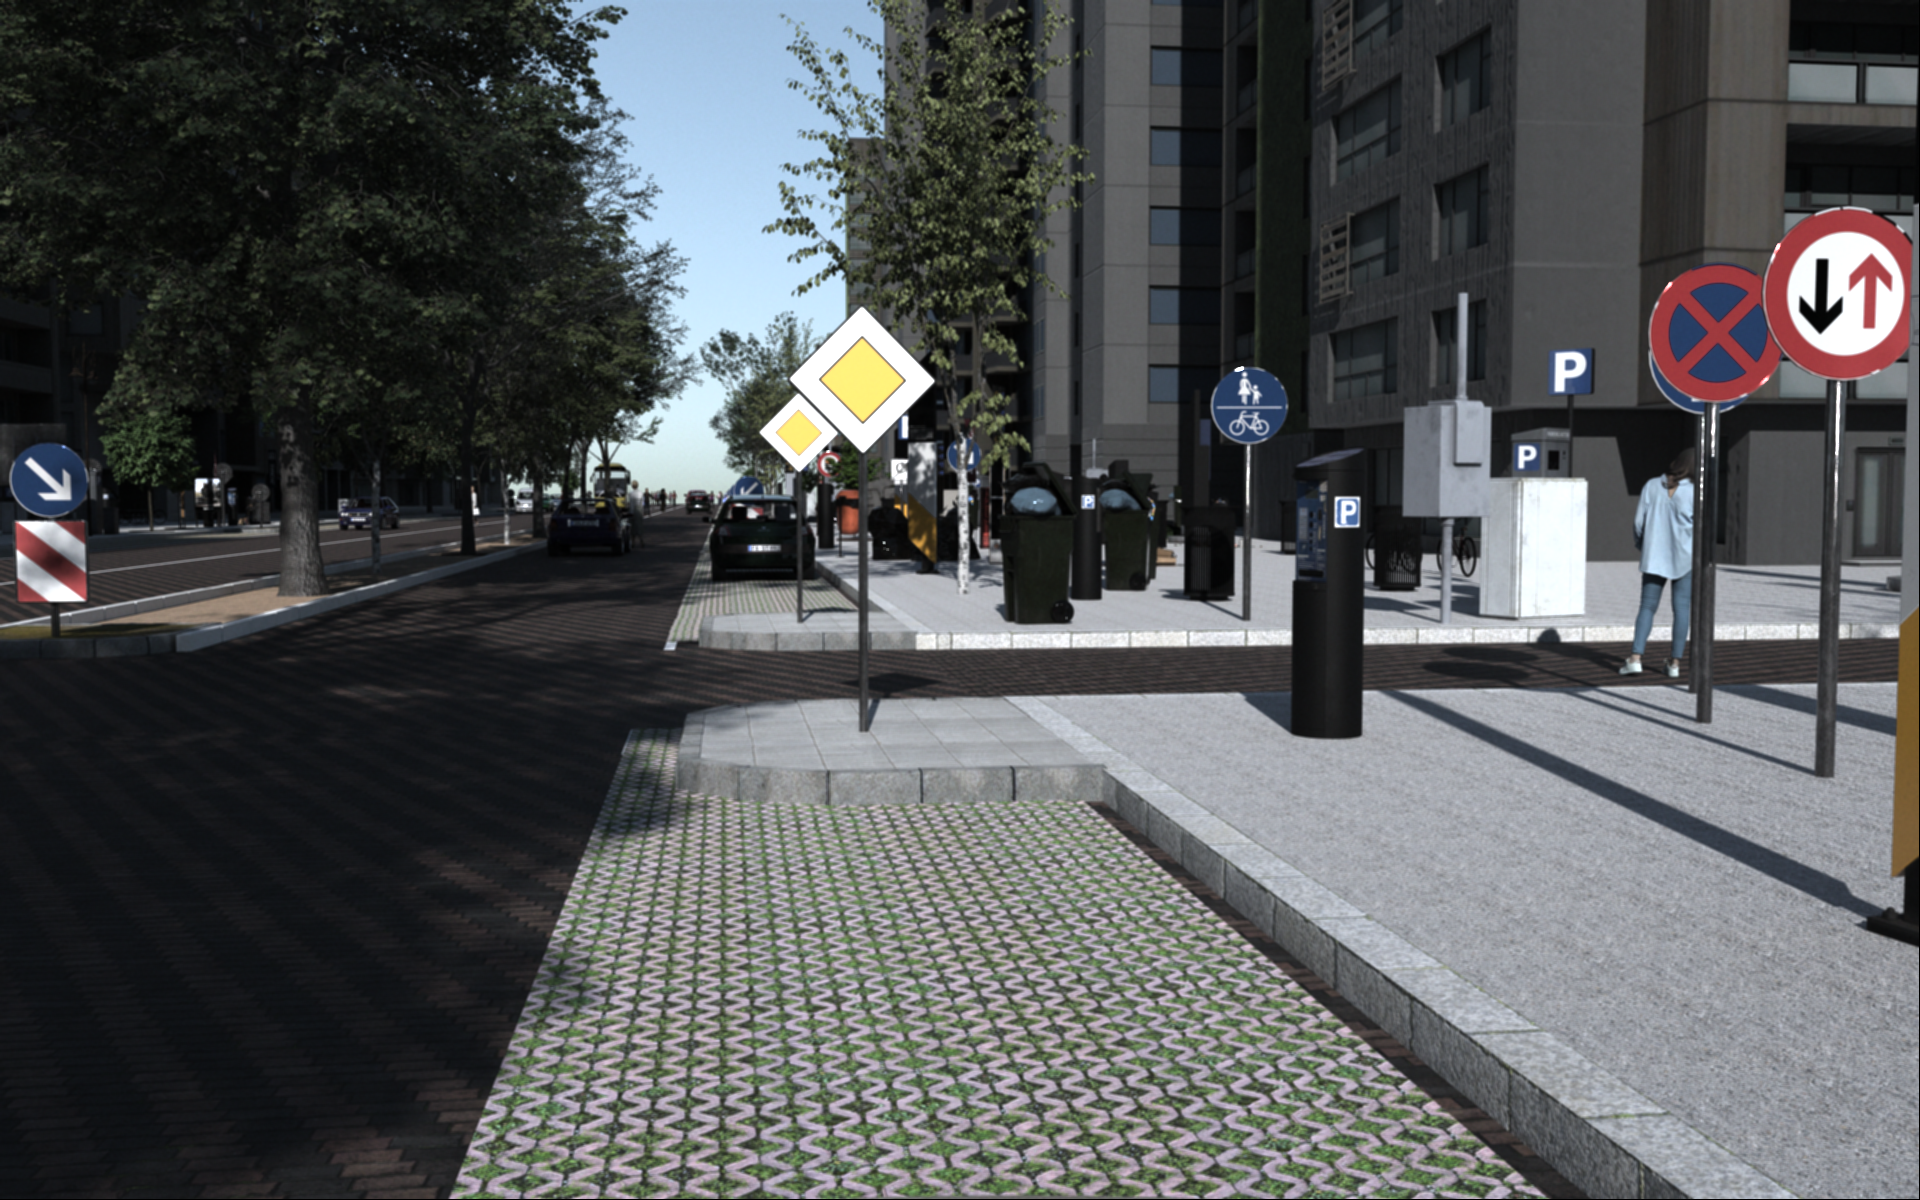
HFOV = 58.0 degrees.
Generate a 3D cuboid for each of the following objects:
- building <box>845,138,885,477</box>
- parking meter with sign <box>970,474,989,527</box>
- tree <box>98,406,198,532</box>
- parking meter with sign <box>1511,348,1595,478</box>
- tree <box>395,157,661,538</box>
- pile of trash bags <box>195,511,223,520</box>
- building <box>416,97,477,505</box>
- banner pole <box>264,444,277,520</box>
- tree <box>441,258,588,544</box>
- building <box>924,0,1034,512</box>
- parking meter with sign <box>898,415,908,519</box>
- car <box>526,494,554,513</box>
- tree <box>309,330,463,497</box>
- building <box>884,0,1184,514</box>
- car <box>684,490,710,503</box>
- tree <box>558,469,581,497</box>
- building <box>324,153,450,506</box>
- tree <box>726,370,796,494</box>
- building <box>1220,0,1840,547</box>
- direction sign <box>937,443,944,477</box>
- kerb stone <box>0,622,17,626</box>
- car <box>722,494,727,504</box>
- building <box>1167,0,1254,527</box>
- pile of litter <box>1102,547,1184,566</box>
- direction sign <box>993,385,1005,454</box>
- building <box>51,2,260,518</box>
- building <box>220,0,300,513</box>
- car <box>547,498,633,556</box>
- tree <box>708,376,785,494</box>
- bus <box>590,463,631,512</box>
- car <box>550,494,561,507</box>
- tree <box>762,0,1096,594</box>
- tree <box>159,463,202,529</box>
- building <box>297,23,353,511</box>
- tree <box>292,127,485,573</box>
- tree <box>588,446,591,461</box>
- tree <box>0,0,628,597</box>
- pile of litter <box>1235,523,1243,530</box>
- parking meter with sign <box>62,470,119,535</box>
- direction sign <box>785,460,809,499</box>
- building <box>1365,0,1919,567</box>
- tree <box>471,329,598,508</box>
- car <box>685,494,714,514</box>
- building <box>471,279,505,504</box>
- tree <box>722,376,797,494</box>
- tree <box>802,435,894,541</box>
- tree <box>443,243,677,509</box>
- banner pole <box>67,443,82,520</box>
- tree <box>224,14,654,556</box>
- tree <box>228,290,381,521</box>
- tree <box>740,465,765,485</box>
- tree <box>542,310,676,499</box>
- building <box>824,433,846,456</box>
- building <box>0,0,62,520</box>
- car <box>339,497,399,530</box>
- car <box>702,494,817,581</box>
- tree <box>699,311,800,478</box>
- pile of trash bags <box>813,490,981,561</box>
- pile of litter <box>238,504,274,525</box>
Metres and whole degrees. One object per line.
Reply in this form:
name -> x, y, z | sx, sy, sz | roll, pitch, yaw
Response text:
building -> -6.416, -31.735, 202.465 | 14.154, 41.232, 14.086 | 0, 4, -8
parking meter with sign -> 0.862, -4.346, 67.313 | 0.543, 3.016, 1.738 | 2, 4, 33
tree -> -27.582, -4.608, 59.055 | 4.285, 4.588, 4.351 | 0, 3, 0
parking meter with sign -> 6.774, -1.471, 20.320 | 0.543, 3.016, 1.738 | 3, 5, 44
tree -> -13.553, -8.261, 55.646 | 7.486, 12.596, 7.792 | 0, 3, 0
pile of trash bags -> -38.611, -4.722, 86.955 | 3.447, 1.369, 1.912 | 2, 4, 30
building -> -71.759, -35.972, 207.753 | 23.786, 49.044, 30.456 | 0, 4, -8
banner pole -> -34.268, -5.870, 85.989 | 0.863, 3.779, 0.401 | 1, 4, 15
tree -> -12.740, -5.849, 48.447 | 4.360, 8.622, 3.978 | 0, 3, 0
building -> 9.237, -28.219, 116.012 | 22.147, 44.769, 28.867 | 0, 4, -8
parking meter with sign -> -0.896, -2.510, 37.295 | 0.543, 3.016, 1.738 | -1, 4, -14
car -> -32.847, -7.746, 135.437 | 1.959, 1.807, 4.718 | 0, 4, -7
tree -> -33.048, -11.137, 99.094 | 9.611, 12.733, 9.660 | 0, 3, 0
building -> 4.253, -36.800, 143.683 | 21.231, 58.520, 28.212 | 0, 4, -8
car -> -23.323, -8.868, 153.656 | 2.281, 1.827, 5.304 | -1, 4, -9
tree -> -48.691, -14.184, 215.625 | 4.285, 4.588, 4.351 | 0, 3, 0
building -> -63.621, -30.769, 186.660 | 14.154, 41.232, 14.086 | 0, 4, -8
tree -> -11.388, -9.593, 107.207 | 4.360, 8.622, 3.978 | 0, 3, 0
building -> 15.159, -22.488, 51.274 | 14.154, 41.232, 14.086 | 0, 4, -8
direction sign -> -1.058, -5.206, 77.113 | 0.876, 3.537, 0.379 | -3, 5, -40
kerb stone -> -9.345, 0.322, 16.974 | 0.120, 0.150, 1.000 | 0, 4, -8
car -> -30.966, -13.619, 232.266 | 1.945, 1.707, 3.694 | -1, 4, -9
building -> 13.996, -32.902, 79.950 | 21.231, 58.520, 28.212 | 0, 4, -8
pile of litter -> 3.367, -1.037, 30.918 | 1.719, 0.858, 1.176 | 0, 4, 2
direction sign -> 0.811, -2.714, 36.376 | 0.379, 3.537, 0.876 | 1, 4, 16
building -> -58.039, -31.163, 98.754 | 28.713, 52.752, 27.495 | 0, 4, -8
building -> -54.763, -28.765, 120.423 | 14.600, 45.320, 14.200 | 0, 4, -8
car -> -8.820, -1.761, 41.373 | 1.945, 1.354, 3.894 | 0, 4, -7
tree -> -15.258, -12.344, 136.233 | 8.767, 10.594, 7.601 | -3, 4, -36
bus -> -27.894, -9.023, 139.077 | 2.896, 3.916, 12.252 | -1, 4, -9
car -> -40.969, -10.027, 175.949 | 2.014, 1.417, 4.499 | 0, 4, -7
tree -> -0.123, -4.373, 21.853 | 4.737, 8.622, 4.395 | 0, 3, 0
tree -> -28.387, -4.190, 63.115 | 1.663, 3.219, 1.824 | 0, 3, 0
building -> -60.116, -42.703, 136.441 | 20.563, 71.187, 20.611 | 0, 4, -8
tree -> -10.609, -4.797, 31.252 | 4.737, 8.622, 4.395 | 0, 3, 0
tree -> -50.700, -16.986, 228.088 | 4.360, 8.622, 3.978 | 0, 3, 0
tree -> -9.198, -7.016, 23.830 | 9.857, 13.997, 8.962 | 0, 3, 0
pile of litter -> 9.391, -2.927, 61.824 | 1.719, 0.858, 1.176 | 1, 4, 16
parking meter with sign -> -27.625, -3.586, 54.891 | 1.738, 3.016, 0.543 | 0, 4, -2
direction sign -> -6.078, -4.433, 64.471 | 0.876, 3.537, 0.379 | 0, 4, -1
building -> 16.217, -21.509, 35.261 | 14.086, 41.232, 14.154 | 0, 4, -8
tree -> -41.811, -18.542, 159.057 | 12.611, 20.169, 13.585 | 0, 3, 0
car -> -18.534, -6.929, 123.079 | 2.009, 1.686, 4.222 | 0, 4, -6
building -> -68.714, -33.473, 230.871 | 14.154, 41.232, 14.086 | 0, 4, -8
tree -> -17.056, -13.988, 154.454 | 9.928, 11.665, 9.643 | 0, 3, 0
tree -> -3.030, -3.245, 47.663 | 1.663, 3.219, 1.824 | 0, 3, 0
tree -> -14.653, -7.759, 63.725 | 8.767, 10.594, 7.601 | 0, 4, -8
banner pole -> -43.370, -5.795, 84.760 | 0.863, 3.779, 0.401 | -1, 4, -20
tree -> -11.477, -7.776, 39.963 | 12.009, 13.543, 11.850 | 0, 3, 0
tree -> -30.811, -9.529, 81.562 | 9.928, 11.665, 9.643 | 0, 3, 0
tree -> -22.820, -12.641, 190.389 | 4.285, 4.588, 4.351 | 0, 3, 0
tree -> -17.575, -9.632, 85.693 | 9.928, 11.665, 9.643 | 0, 3, 0
building -> -4.405, -24.115, 239.314 | 27.650, 21.520, 28.899 | 0, 4, -8
building -> -51.903, -27.259, 69.380 | 21.300, 48.544, 21.600 | 0, 4, -8
car -> -23.857, -3.509, 69.957 | 1.945, 1.354, 3.894 | 0, 4, -6
car -> -3.441, -1.229, 29.883 | 2.009, 1.686, 4.222 | 0, 4, -8
tree -> -19.591, -19.700, 177.991 | 12.611, 20.169, 13.585 | 0, 3, 0
pile of trash bags -> -1.212, -1.510, 34.442 | 3.447, 1.369, 1.912 | 3, 5, 40
pile of litter -> -29.803, -3.601, 72.834 | 1.719, 0.858, 1.176 | -1, 4, -13
